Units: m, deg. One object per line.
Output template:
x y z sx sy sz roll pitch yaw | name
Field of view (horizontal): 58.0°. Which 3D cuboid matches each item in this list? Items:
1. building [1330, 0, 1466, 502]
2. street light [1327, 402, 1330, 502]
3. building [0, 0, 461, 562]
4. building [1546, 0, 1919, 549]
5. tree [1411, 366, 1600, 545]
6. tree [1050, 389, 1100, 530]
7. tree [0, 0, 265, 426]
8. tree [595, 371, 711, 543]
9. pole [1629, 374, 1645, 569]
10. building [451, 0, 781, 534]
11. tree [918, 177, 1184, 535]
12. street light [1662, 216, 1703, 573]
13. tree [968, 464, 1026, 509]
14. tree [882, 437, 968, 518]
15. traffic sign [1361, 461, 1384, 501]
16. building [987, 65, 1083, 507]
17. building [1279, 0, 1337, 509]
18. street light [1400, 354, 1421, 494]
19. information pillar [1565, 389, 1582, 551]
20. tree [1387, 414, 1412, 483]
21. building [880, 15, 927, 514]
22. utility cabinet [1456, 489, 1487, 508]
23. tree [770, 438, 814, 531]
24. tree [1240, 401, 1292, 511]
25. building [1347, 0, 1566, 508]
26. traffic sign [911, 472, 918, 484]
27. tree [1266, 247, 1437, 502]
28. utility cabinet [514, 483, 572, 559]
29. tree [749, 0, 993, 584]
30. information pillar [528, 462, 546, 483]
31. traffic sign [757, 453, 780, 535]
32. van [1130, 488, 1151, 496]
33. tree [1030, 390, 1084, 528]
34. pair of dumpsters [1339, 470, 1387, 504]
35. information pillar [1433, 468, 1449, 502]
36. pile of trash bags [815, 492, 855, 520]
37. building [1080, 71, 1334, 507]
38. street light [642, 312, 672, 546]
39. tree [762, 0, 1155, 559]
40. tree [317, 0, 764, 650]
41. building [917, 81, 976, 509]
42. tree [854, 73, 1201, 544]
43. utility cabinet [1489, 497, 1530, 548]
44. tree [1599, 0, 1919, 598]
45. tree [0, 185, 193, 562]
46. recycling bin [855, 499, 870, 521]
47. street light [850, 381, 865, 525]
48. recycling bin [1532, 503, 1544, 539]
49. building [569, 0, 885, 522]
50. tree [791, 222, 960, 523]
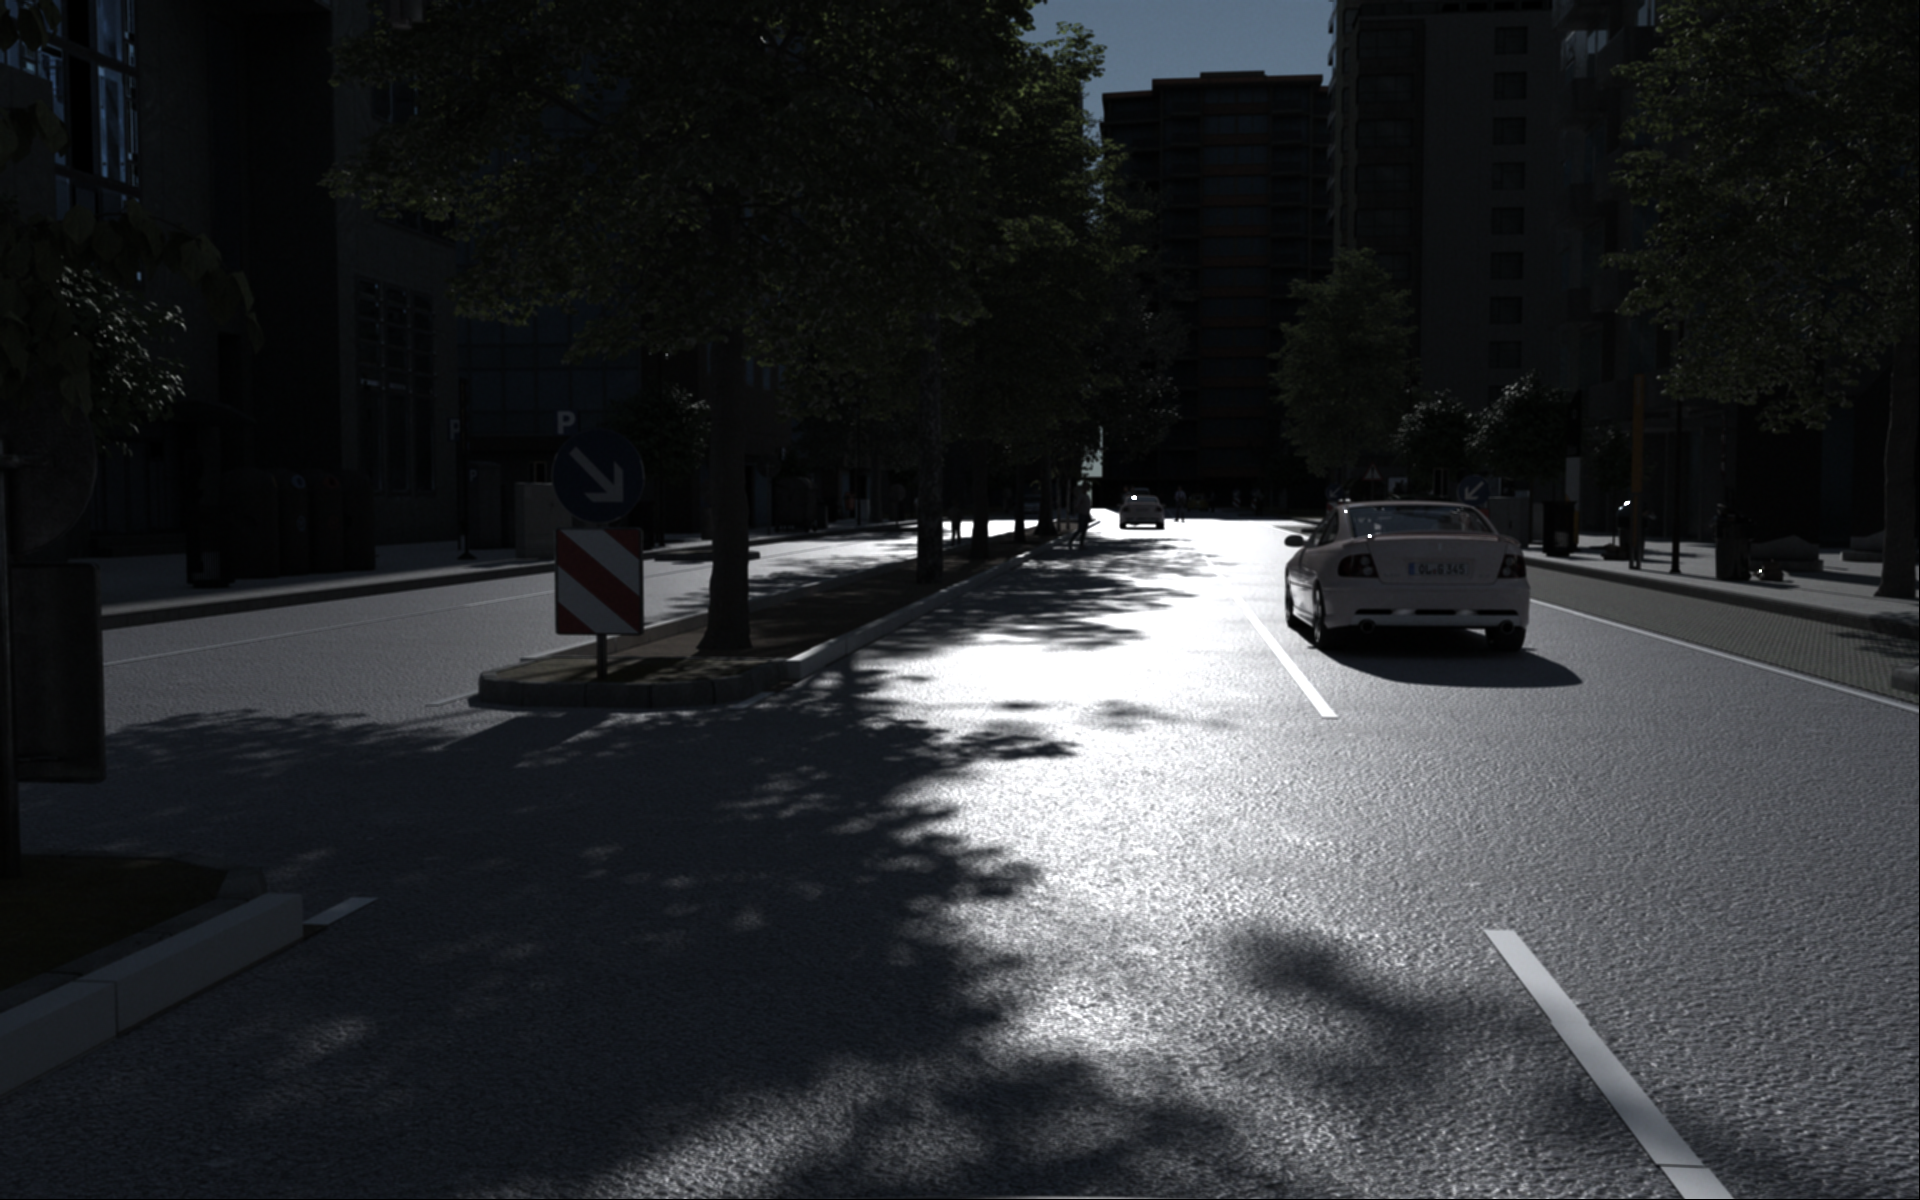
32.698 -26.638 119.131 14.154 41.232 14.086 0 4 6 | building
18.202 -6.900 85.605 0.468 5.910 1.993 0 4 6 | street light
-24.678 -43.937 31.035 22.319 86.520 31.000 0 4 6 | building
30.921 -26.401 51.269 23.786 49.044 30.456 0 4 6 | building
14.750 -3.713 44.416 4.285 4.588 4.351 0 3 0 | tree
3.931 -7.057 68.199 4.737 8.622 4.395 0 3 0 | tree
-3.044 -3.104 3.574 4.737 8.622 4.395 0 3 0 | tree
-8.026 -3.826 46.271 4.285 4.588 4.351 0 3 0 | tree
11.528 -2.180 29.478 0.158 3.312 0.155 0 3 0 | pole
-14.398 -25.184 61.874 14.600 45.320 14.200 0 4 6 | building
3.018 -8.622 60.429 9.611 12.733 9.660 0 3 0 | tree
11.644 -3.378 28.017 0.468 5.910 1.993 0 4 6 | street light
2.233 -9.330 136.259 4.285 4.588 4.351 0 3 0 | tree
-2.707 -6.807 95.013 4.285 4.588 4.351 0 3 0 | tree
16.281 -4.181 68.370 0.884 2.594 0.081 1 4 15 | traffic sign
5.561 -32.537 182.092 14.200 45.320 14.600 0 4 6 | building
38.685 -50.603 140.032 22.319 86.520 31.000 0 4 6 | building
14.848 -5.164 57.218 0.468 5.910 1.993 0 4 6 | street light
13.780 -2.909 38.915 0.183 3.616 0.504 -1 4 -10 | information pillar
14.612 -4.215 52.633 4.285 4.588 4.351 0 3 0 | tree
-14.159 -30.544 119.005 23.786 49.044 30.456 0 4 6 | building
20.661 -3.746 69.932 1.173 1.500 0.318 3 4 37 | utility cabinet
-5.828 -4.023 60.379 1.663 3.219 1.824 0 3 0 | tree
23.585 -11.130 132.329 4.360 8.622 3.978 0 3 0 | tree
30.494 -20.417 105.513 14.160 30.474 14.107 0 4 6 | building
-2.043 -5.375 87.877 0.884 2.594 0.081 0 4 8 | traffic sign
17.893 -9.871 79.511 7.486 12.596 7.792 0 3 0 | tree
-8.179 -1.553 34.067 0.318 1.500 1.173 3 4 37 | utility cabinet
-1.593 -10.376 27.998 12.611 20.169 13.585 0 3 0 | tree
-9.565 -2.126 39.250 0.304 2.012 0.304 -3 5 -40 | information pillar
-5.993 -3.307 54.178 0.768 2.556 0.104 1 4 10 | traffic sign
12.360 -6.853 119.061 2.013 2.044 4.112 0 4 6 | van
4.550 -7.338 72.798 4.360 8.622 3.978 0 3 0 | tree
16.556 -4.208 71.289 1.574 2.255 4.437 0 4 6 | pair of dumpsters
13.607 -2.725 49.042 0.304 2.012 0.304 -3 5 -40 | information pillar
-6.535 -4.710 86.764 1.912 1.369 3.447 3 5 41 | pile of trash bags
27.683 -32.295 182.644 28.867 44.769 22.147 0 4 6 | building
-7.315 -4.253 42.326 0.468 5.910 1.993 0 4 6 | street light
0.375 -7.194 38.203 7.486 12.596 7.792 0 3 0 | tree
-2.201 -5.840 16.073 7.486 12.596 7.792 0 3 0 | tree
-4.818 -28.805 154.555 14.086 41.232 14.154 0 4 6 | building
1.742 -8.365 49.588 12.009 13.543 11.850 0 3 0 | tree
13.208 -1.868 41.706 0.306 1.237 1.020 -2 4 -29 | utility cabinet
12.050 -6.292 21.006 7.486 12.596 7.792 0 3 0 | tree
-10.228 -2.132 18.579 4.285 4.588 4.351 0 3 0 | tree
-4.572 -4.342 83.551 0.722 1.027 0.722 2 4 33 | recycling bin
-4.152 -6.008 71.025 0.468 5.910 1.993 0 4 6 | street light
16.214 -2.258 49.478 0.722 1.027 0.722 -3 5 -43 | recycling bin
-12.085 -27.283 96.188 14.600 45.320 14.200 0 4 6 | building
-3.699 -10.465 77.756 9.857 13.997 8.962 0 3 0 | tree
